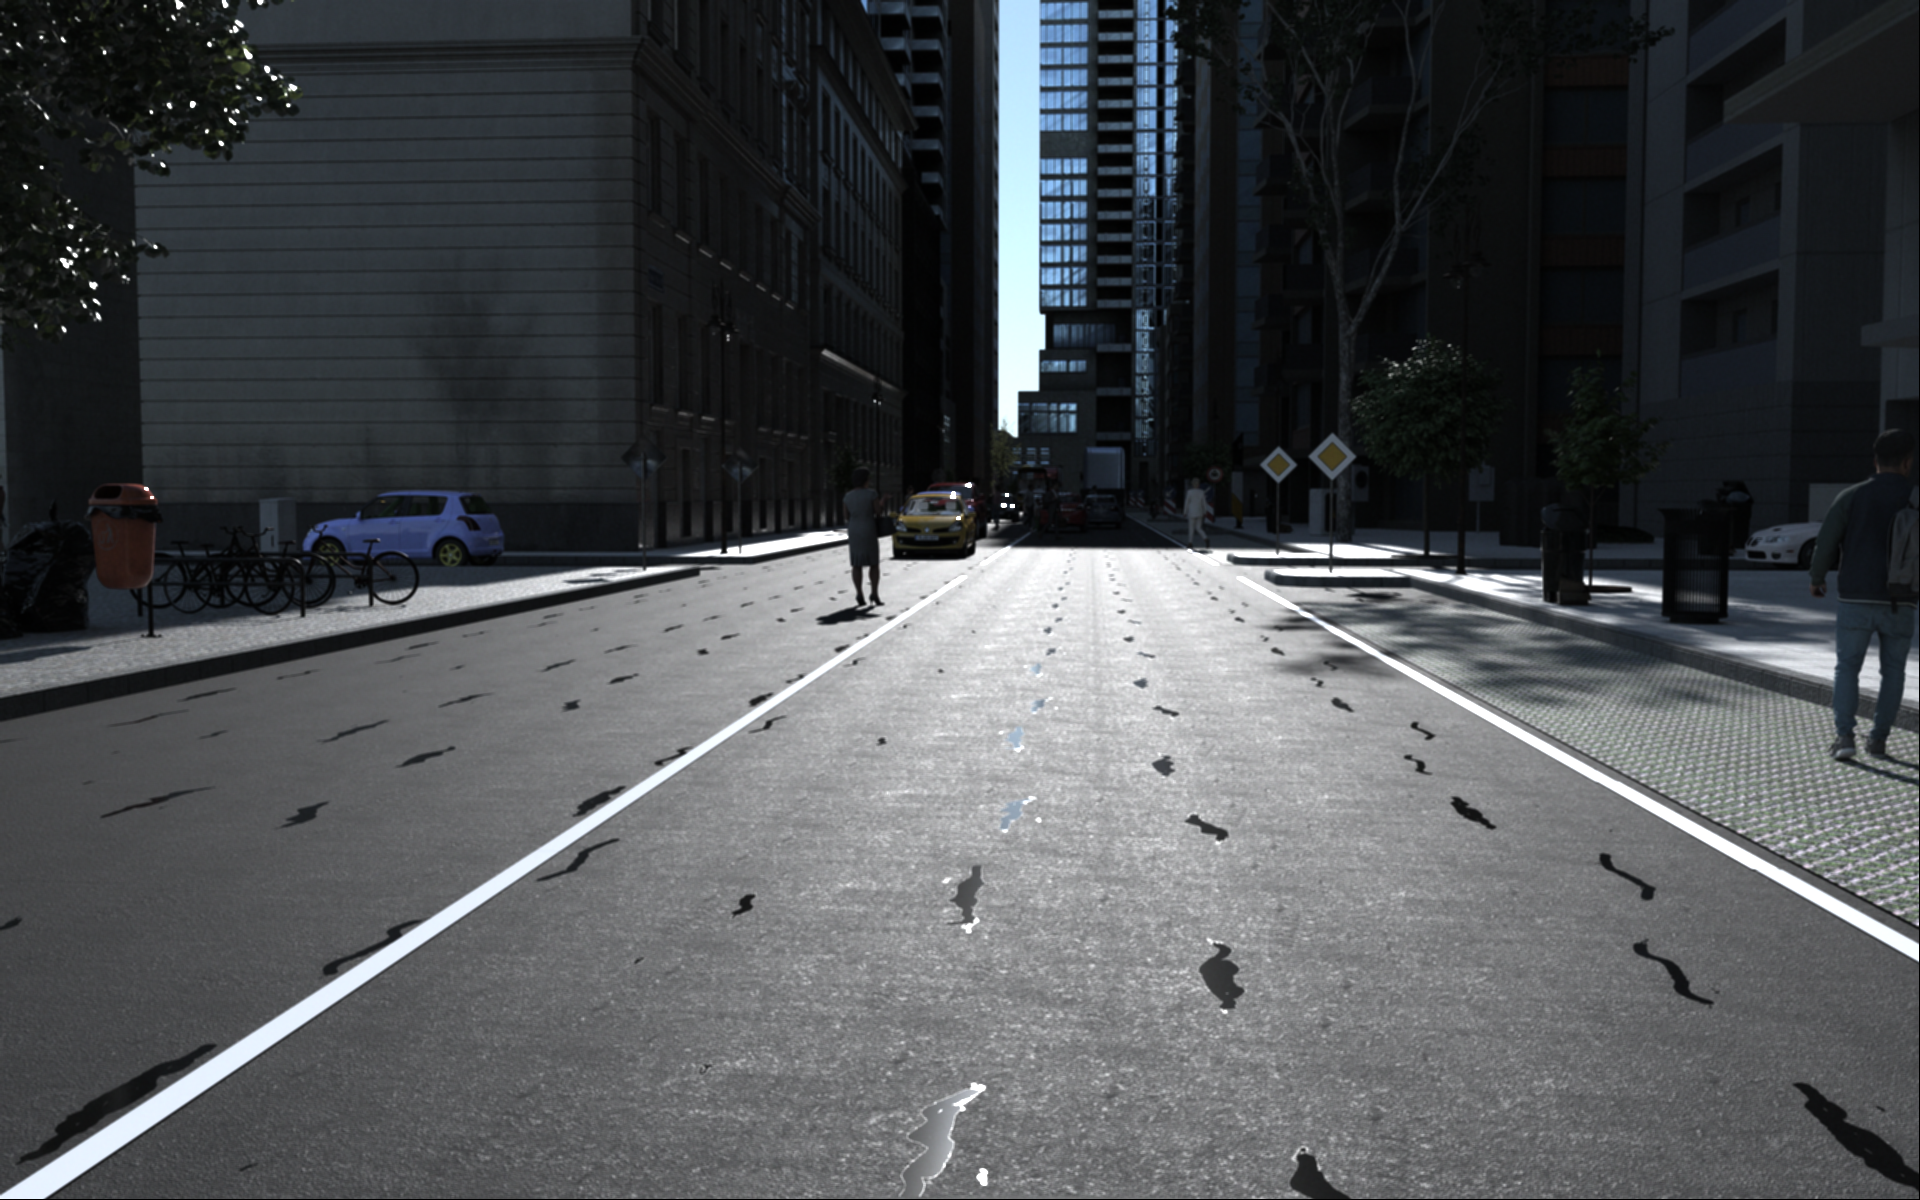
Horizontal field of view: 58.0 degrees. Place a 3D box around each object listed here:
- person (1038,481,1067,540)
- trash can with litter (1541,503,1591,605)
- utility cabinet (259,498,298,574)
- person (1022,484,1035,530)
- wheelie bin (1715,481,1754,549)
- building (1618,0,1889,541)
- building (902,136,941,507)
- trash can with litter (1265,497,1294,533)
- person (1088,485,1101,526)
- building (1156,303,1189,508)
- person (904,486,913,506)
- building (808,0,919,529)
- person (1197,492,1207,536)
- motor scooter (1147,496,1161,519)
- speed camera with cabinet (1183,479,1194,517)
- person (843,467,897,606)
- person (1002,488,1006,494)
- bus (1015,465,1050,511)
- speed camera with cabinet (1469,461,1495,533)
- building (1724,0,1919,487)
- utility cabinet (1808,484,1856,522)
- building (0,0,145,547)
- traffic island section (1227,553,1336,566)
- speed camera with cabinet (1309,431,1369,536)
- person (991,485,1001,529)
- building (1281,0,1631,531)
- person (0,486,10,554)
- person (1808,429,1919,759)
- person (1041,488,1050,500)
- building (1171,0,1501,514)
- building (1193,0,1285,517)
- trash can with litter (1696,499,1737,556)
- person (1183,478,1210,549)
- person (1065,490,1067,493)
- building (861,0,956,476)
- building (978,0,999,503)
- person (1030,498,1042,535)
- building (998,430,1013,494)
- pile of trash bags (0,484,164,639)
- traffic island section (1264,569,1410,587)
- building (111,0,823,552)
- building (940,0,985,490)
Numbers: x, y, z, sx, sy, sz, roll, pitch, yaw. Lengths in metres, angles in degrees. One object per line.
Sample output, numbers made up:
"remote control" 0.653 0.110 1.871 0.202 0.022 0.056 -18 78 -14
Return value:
"person" 2.896 -2.801 54.255 0.822 1.834 0.622 2 4 31
"trash can with litter" 7.192 -0.547 20.327 0.624 1.170 1.055 0 4 5
"utility cabinet" -10.710 -0.981 27.196 0.306 1.237 1.020 -3 4 -37
"person" 2.740 -3.744 69.563 0.795 1.843 0.661 3 5 39
"wheelie bin" 18.167 -2.005 40.695 0.693 1.594 0.980 -1 4 -18
"building" 34.105 -30.649 43.104 28.212 58.520 21.231 0 4 4
"building" -7.945 -16.562 100.469 12.332 23.373 15.834 0 4 4
"trash can with litter" 10.586 -2.806 57.259 0.624 1.170 1.055 -3 4 -37
"person" 5.994 -4.261 78.268 0.850 1.850 0.679 2 4 27
"building" 33.829 -19.902 170.438 27.650 21.520 28.899 0 4 4
"person" -1.704 -3.056 59.471 0.522 1.701 0.512 -3 5 -44
"building" -11.322 -14.953 77.766 16.112 22.955 30.059 0 4 4
"person" 8.155 -2.913 58.725 0.503 1.515 0.523 2 4 31
"motor scooter" 10.803 -5.115 96.403 0.815 1.314 1.986 0 4 6
"speed camera with cabinet" 13.042 -6.376 98.588 0.660 3.252 2.038 0 4 6
"person" -1.130 -0.823 22.314 0.716 1.782 0.532 1 4 20
"person" 2.842 -6.130 109.005 0.850 1.792 0.678 0 4 3
"bus" 6.254 -9.663 149.540 2.896 3.916 12.252 0 4 3
"speed camera with cabinet" 17.712 -3.805 56.546 2.038 3.252 0.660 0 4 -1
"building" 23.482 -25.775 10.660 28.713 52.752 27.495 0 4 4
"utility cabinet" 18.734 -1.724 36.871 1.173 1.500 0.318 2 4 34
"building" -29.482 -11.596 44.349 16.860 20.320 10.420 0 4 4
"traffic island section" 6.645 -0.848 36.144 2.009 0.180 2.903 0 4 4
"speed camera with cabinet" 11.743 -3.625 53.612 2.038 3.252 0.660 -2 4 -34
"person" 1.484 -3.849 71.440 0.388 1.821 0.555 -2 4 -35
"building" 23.816 -25.479 71.213 22.147 44.769 28.867 0 4 4
"person" -18.643 -1.527 33.435 0.580 1.828 0.573 3 4 36
"person" 4.959 -0.030 9.341 0.623 1.781 0.721 1 4 12
"person" 5.762 -6.443 113.775 1.348 1.831 0.705 -2 4 -32
"building" 28.706 -29.713 140.436 22.147 44.769 28.867 0 4 4
"building" 21.308 -27.677 102.631 14.600 45.320 14.200 0 4 4
"trash can with litter" 15.847 -1.514 36.140 0.624 1.170 1.055 0 4 -8
"person" 6.105 -2.216 44.608 0.514 1.842 0.818 -2 4 -34
"person" 8.719 -8.160 142.696 1.217 1.735 0.721 0 4 7
"building" -11.076 -49.813 127.120 22.319 86.520 31.000 0 4 4
"building" -10.273 -38.806 176.471 28.212 58.520 21.231 0 4 4
"person" 2.652 -2.911 60.346 0.590 1.304 0.306 -3 4 -39
"building" -7.725 -37.992 210.401 27.495 52.752 28.713 0 4 4
"pile of trash bags" -8.648 -0.371 15.822 3.447 1.369 1.912 1 4 22
"traffic island section" 6.051 -0.361 28.181 2.009 0.180 2.903 0 4 4
"building" -11.825 -15.455 49.945 12.463 27.353 25.104 0 4 4
"building" -5.204 -30.634 150.977 14.600 45.320 14.200 0 4 4
